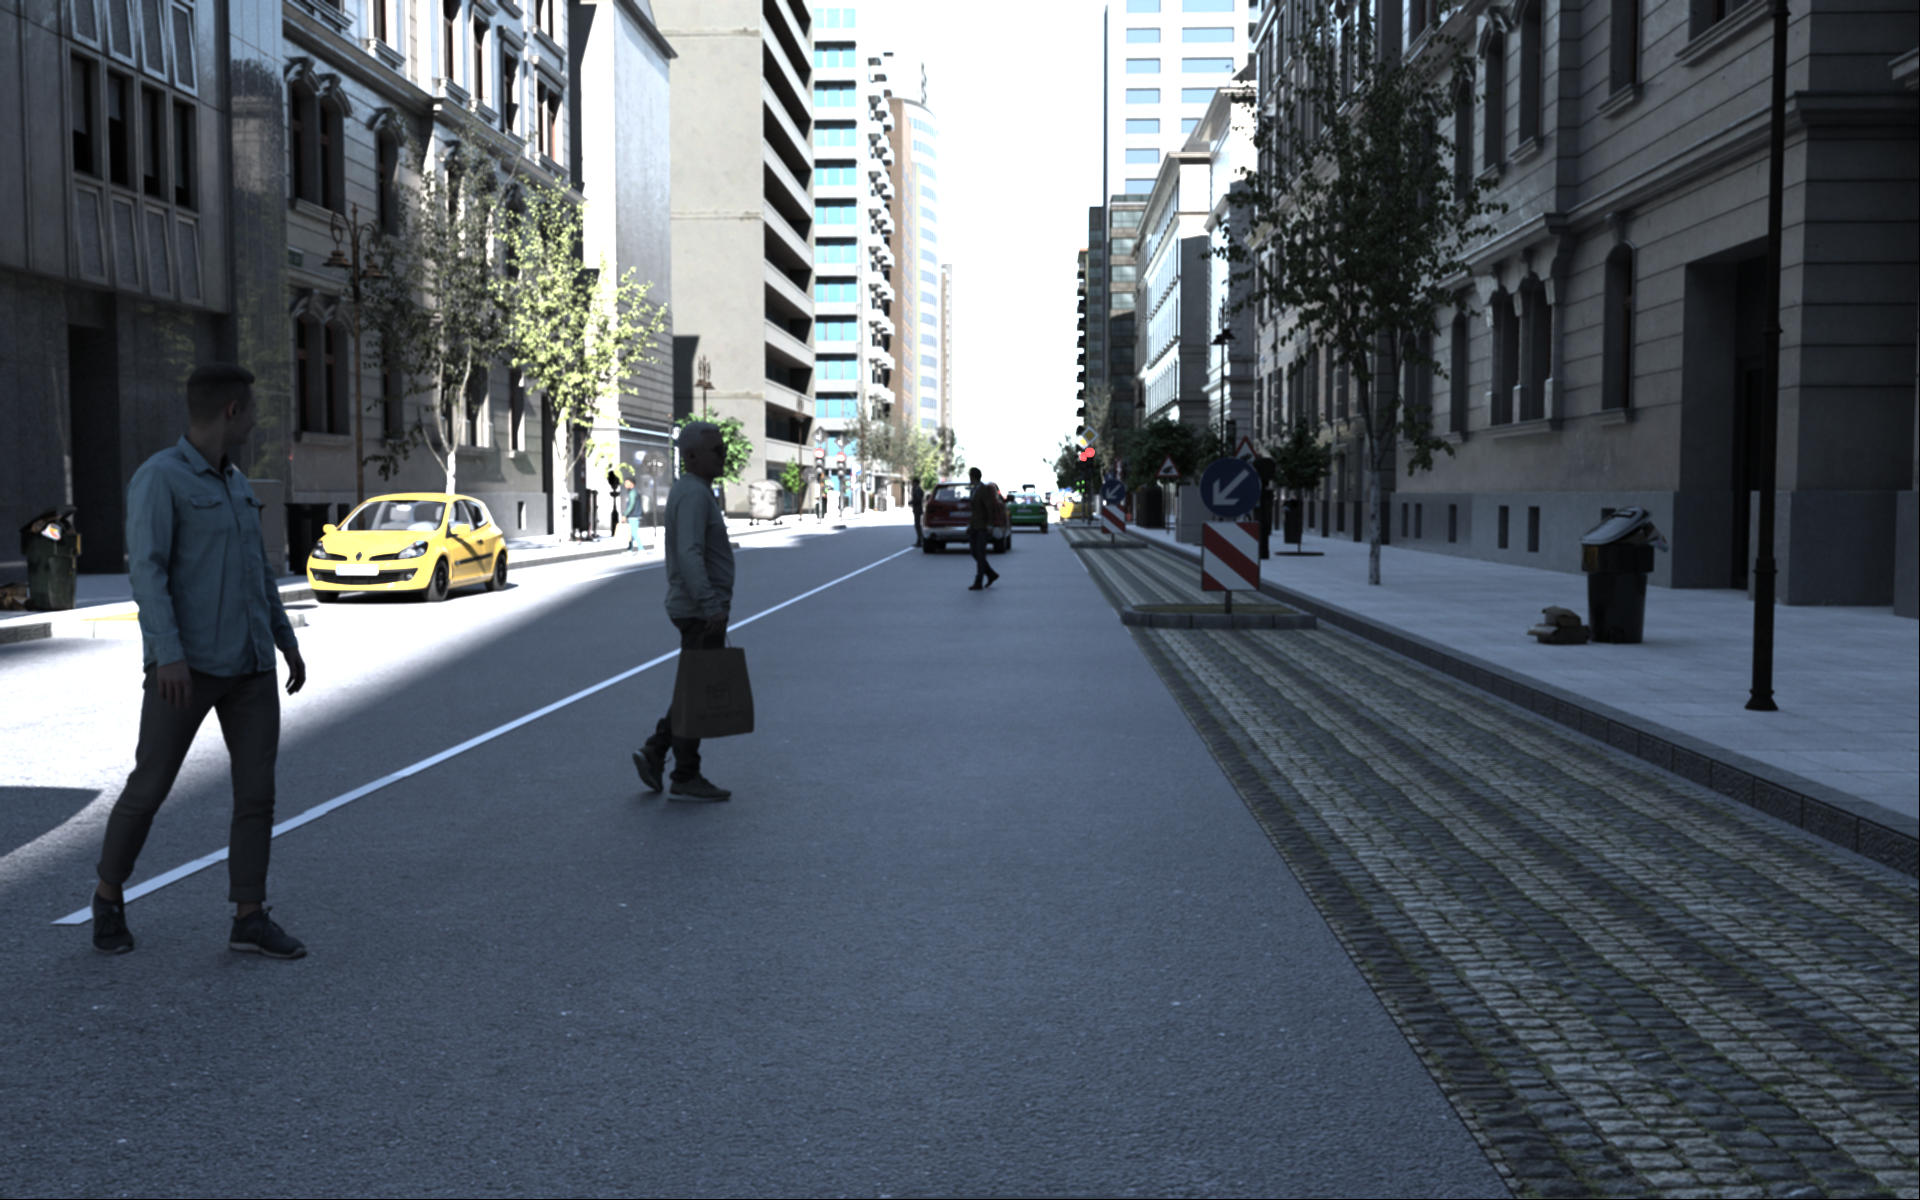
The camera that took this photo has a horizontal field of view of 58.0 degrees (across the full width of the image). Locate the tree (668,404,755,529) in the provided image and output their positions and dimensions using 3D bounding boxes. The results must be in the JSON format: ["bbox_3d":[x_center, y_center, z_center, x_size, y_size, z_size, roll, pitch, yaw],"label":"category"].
[{"bbox_3d":[-9.109,-4.851,63.024,4.285,4.588,4.351,0,3,0],"label":"tree"}]

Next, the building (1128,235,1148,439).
[{"bbox_3d":[20.595,-21.033,141.154,12.463,27.353,25.104,0,4,2],"label":"building"}]

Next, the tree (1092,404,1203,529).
[{"bbox_3d":[7.411,-4.875,63.426,4.285,4.588,4.351,0,3,0],"label":"tree"}]

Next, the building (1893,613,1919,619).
[{"bbox_3d":[15.576,-13.372,6.030,14.401,28.519,23.554,0,4,2],"label":"building"}]

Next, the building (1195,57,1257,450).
[{"bbox_3d":[22.098,-15.706,85.675,19.941,23.489,11.050,0,4,2],"label":"building"}]

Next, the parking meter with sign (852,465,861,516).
[{"bbox_3d":[-6.182,-6.592,104.047,0.543,3.016,1.738,0,3,0],"label":"parking meter with sign"}]

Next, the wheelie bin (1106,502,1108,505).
[{"bbox_3d":[11.395,-7.771,134.972,0.693,1.594,0.980,3,5,43],"label":"wheelie bin"}]

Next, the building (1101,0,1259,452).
[{"bbox_3d":[26.099,-39.618,189.746,21.231,58.520,28.212,0,4,2],"label":"building"}]

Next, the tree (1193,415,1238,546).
[{"bbox_3d":[6.228,-2.948,42.793,1.663,3.219,1.824,0,3,0],"label":"tree"}]

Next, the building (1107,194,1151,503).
[{"bbox_3d":[21.381,-24.293,168.893,14.160,30.474,14.107,0,4,2],"label":"building"}]

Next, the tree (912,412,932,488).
[{"bbox_3d":[-5.319,-11.233,134.018,4.360,8.622,3.978,0,3,0],"label":"tree"}]

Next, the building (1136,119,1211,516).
[{"bbox_3d":[20.465,-17.143,113.571,16.112,22.955,30.059,0,4,2],"label":"building"}]

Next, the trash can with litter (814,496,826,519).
[{"bbox_3d":[-7.193,-4.731,88.734,0.624,1.170,1.055,0,4,-6],"label":"trash can with litter"}]

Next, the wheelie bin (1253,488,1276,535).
[{"bbox_3d":[9.510,-2.835,54.268,0.693,1.594,0.980,1,4,17],"label":"wheelie bin"}]

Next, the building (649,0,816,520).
[{"bbox_3d":[-20.025,-28.895,96.134,21.300,48.544,21.600,0,4,2],"label":"building"}]

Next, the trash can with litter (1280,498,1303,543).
[{"bbox_3d":[8.611,-2.066,45.173,0.624,1.170,1.055,0,4,5],"label":"trash can with litter"}]

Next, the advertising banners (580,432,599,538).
[{"bbox_3d":[-10.604,-3.262,49.518,0.090,3.025,2.074,0,4,1],"label":"advertising banners"}]

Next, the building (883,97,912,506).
[{"bbox_3d":[-12.709,-33.183,192.656,14.600,45.320,14.200,0,4,2],"label":"building"}]

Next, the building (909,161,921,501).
[{"bbox_3d":[-12.182,-32.012,206.983,14.154,41.232,14.086,0,4,2],"label":"building"}]

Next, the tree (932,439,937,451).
[{"bbox_3d":[-4.439,-12.132,148.727,4.360,8.622,3.978,0,3,0],"label":"tree"}]

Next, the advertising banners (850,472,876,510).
[{"bbox_3d":[-7.837,-8.778,139.704,2.074,3.025,0.090,0,4,7],"label":"advertising banners"}]

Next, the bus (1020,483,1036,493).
[{"bbox_3d":[11.848,-18.885,303.621,2.948,3.499,13.247,0,4,0],"label":"bus"}]

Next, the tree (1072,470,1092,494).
[{"bbox_3d":[10.778,-8.916,129.485,4.285,4.588,4.351,0,3,0],"label":"tree"}]

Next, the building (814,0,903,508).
[{"bbox_3d":[-18.193,-33.692,170.468,23.786,49.044,30.456,0,4,2],"label":"building"}]

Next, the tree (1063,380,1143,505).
[{"bbox_3d":[9.358,-9.802,110.624,4.360,8.622,3.978,0,3,0],"label":"tree"}]

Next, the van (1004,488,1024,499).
[{"bbox_3d":[3.897,-7.177,124.360,2.013,2.044,4.112,0,4,1],"label":"van"}]

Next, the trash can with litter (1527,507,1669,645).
[{"bbox_3d":[5.477,-0.214,14.885,1.055,1.170,0.624,-1,4,-18],"label":"trash can with litter"}]

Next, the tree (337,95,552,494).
[{"bbox_3d":[-9.634,-5.023,32.485,4.360,8.622,3.978,0,3,0],"label":"tree"}]

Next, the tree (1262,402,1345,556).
[{"bbox_3d":[7.128,-2.561,36.476,1.663,3.219,1.824,0,3,0],"label":"tree"}]

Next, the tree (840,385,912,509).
[{"bbox_3d":[-6.357,-10.246,117.884,4.360,8.622,3.978,0,3,0],"label":"tree"}]

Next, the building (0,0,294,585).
[{"bbox_3d":[-19.196,-12.528,22.858,12.078,24.808,19.932,0,4,2],"label":"building"}]

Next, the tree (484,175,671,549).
[{"bbox_3d":[-9.112,-5.491,40.148,4.737,8.622,4.395,0,3,0],"label":"tree"}]

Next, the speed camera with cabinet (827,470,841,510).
[{"bbox_3d":[-10.487,-9.118,143.412,0.660,3.252,2.038,2,4,32],"label":"speed camera with cabinet"}]

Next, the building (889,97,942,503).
[{"bbox_3d":[-13.964,-43.626,255.279,21.231,58.520,28.212,0,4,2],"label":"building"}]

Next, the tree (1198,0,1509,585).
[{"bbox_3d":[5.702,-4.514,24.170,4.737,8.622,4.395,0,3,0],"label":"tree"}]

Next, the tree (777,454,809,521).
[{"bbox_3d":[-7.876,-5.406,82.989,1.663,3.219,1.824,0,3,0],"label":"tree"}]

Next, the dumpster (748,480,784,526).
[{"bbox_3d":[-7.801,-3.903,69.565,1.264,1.857,1.865,0,4,2],"label":"dumpster"}]

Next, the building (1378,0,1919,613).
[{"bbox_3d":[16.158,-14.826,29.791,14.401,28.519,23.554,0,4,2],"label":"building"}]

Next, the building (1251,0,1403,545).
[{"bbox_3d":[16.543,-15.746,54.709,12.463,27.353,25.104,0,4,2],"label":"building"}]

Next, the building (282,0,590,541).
[{"bbox_3d":[-19.065,-15.729,44.561,14.401,28.519,23.554,0,4,2],"label":"building"}]

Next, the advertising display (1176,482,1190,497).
[{"bbox_3d":[11.756,-5.268,91.346,0.974,1.923,0.123,-3,5,-40],"label":"advertising display"}]

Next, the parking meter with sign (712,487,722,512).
[{"bbox_3d":[-10.235,-4.466,69.281,0.543,3.016,1.738,3,5,44],"label":"parking meter with sign"}]

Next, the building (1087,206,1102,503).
[{"bbox_3d":[25.106,-34.460,247.011,14.154,41.232,14.086,0,4,2],"label":"building"}]

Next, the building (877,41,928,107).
[{"bbox_3d":[-13.462,-51.438,279.258,20.563,71.187,20.611,0,4,2],"label":"building"}]

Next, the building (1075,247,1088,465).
[{"bbox_3d":[31.017,-39.359,298.147,22.147,44.769,28.867,0,4,2],"label":"building"}]

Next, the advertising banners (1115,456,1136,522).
[{"bbox_3d":[7.832,-5.123,79.941,0.090,3.025,2.074,-3,4,-37],"label":"advertising banners"}]

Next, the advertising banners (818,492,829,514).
[{"bbox_3d":[-9.455,-7.046,111.391,2.074,3.025,0.090,-1,4,-17],"label":"advertising banners"}]

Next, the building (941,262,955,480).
[{"bbox_3d":[-8.266,-37.557,297.643,14.154,41.232,14.086,0,4,2],"label":"building"}]

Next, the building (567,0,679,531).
[{"bbox_3d":[-20.413,-13.153,64.204,18.267,20.994,9.793,0,4,2],"label":"building"}]
